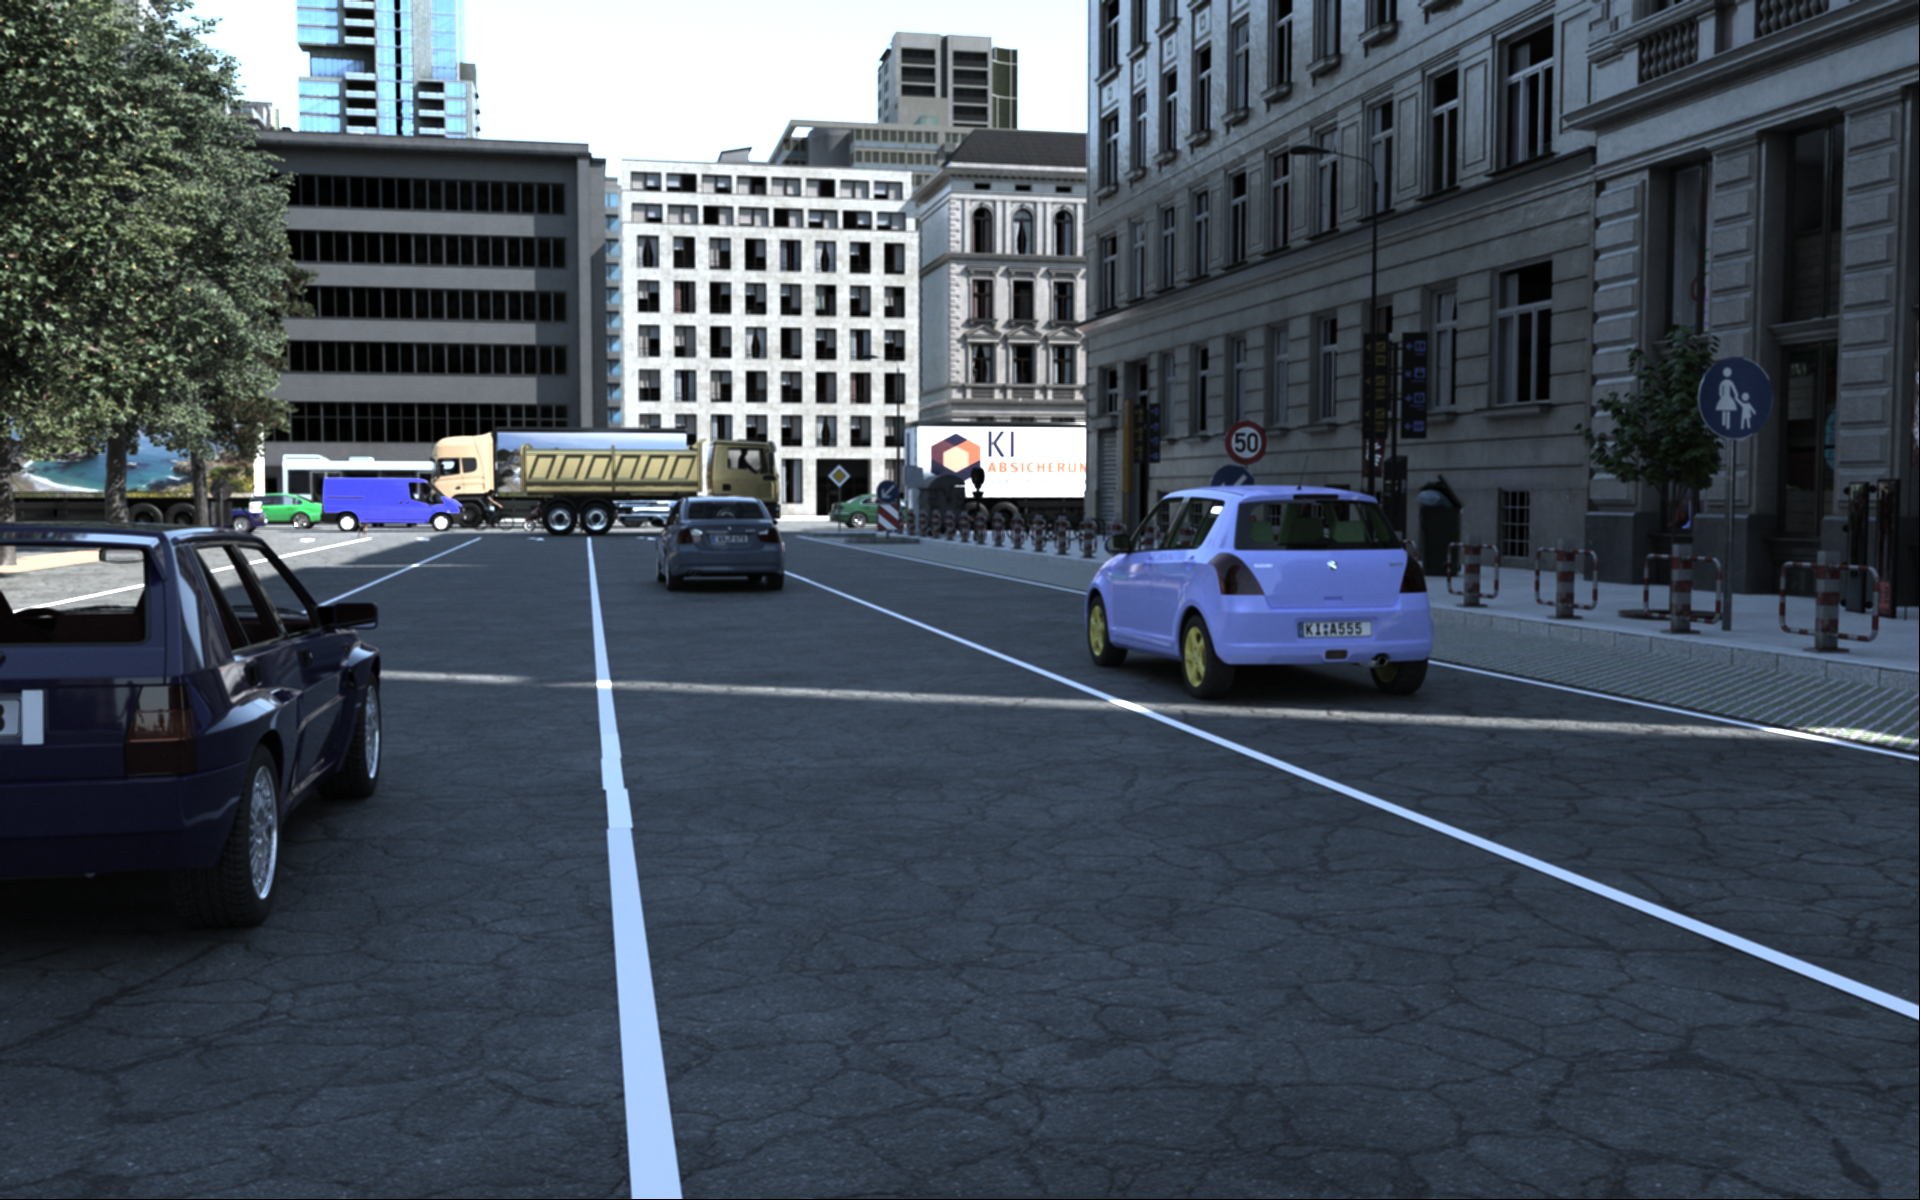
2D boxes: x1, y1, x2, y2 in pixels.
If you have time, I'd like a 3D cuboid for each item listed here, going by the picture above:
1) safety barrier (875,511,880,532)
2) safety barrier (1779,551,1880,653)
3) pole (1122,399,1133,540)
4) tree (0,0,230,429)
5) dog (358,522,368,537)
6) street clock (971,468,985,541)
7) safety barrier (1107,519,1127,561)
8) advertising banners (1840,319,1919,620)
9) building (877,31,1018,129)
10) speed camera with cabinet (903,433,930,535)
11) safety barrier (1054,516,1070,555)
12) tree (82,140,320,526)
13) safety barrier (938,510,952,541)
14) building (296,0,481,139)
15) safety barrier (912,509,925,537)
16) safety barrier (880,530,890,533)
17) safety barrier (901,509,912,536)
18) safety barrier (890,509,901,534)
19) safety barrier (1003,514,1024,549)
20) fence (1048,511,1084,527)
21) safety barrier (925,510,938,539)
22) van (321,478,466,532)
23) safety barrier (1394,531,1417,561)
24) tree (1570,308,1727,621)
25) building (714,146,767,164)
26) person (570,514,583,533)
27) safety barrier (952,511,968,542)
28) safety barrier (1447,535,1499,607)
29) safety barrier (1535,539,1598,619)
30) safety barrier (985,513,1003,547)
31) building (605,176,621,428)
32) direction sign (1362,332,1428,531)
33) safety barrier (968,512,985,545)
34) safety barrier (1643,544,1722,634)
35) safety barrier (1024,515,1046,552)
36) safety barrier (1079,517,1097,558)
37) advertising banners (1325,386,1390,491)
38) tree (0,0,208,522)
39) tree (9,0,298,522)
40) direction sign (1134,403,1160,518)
[{"bbox_3d":[-2.732,-2.742,59.106,0.300,0.817,1.120,-1,4,-12],"label":"safety barrier"},{"bbox_3d":[7.041,0.013,14.058,0.300,0.817,1.120,-1,4,-12],"label":"safety barrier"},{"bbox_3d":[3.614,-2.662,37.359,0.158,3.312,0.155,0,3,0],"label":"pole"},{"bbox_3d":[-16.633,-6.525,26.148,9.611,12.733,9.660,0,3,0],"label":"tree"},{"bbox_3d":[-19.780,-2.331,57.407,0.540,0.507,0.406,1,4,12],"label":"dog"},{"bbox_3d":[0.494,-2.628,47.540,0.358,2.002,0.471,-1,4,-23],"label":"street clock"},{"bbox_3d":[2.971,-1.134,32.817,0.300,0.817,1.120,-1,4,-12],"label":"safety barrier"},{"bbox_3d":[9.648,-1.334,18.002,0.090,3.025,2.074,0,4,6],"label":"advertising banners"},{"bbox_3d":[-1.252,-51.048,272.878,20.611,71.187,20.563,-1,4,-12],"label":"building"},{"bbox_3d":[-1.385,-3.738,55.453,0.660,3.252,2.038,-1,4,-9],"label":"speed camera with cabinet"},{"bbox_3d":[2.158,-1.364,36.577,0.300,0.817,1.120,-1,4,-12],"label":"safety barrier"},{"bbox_3d":[-22.652,-7.751,51.239,6.751,12.117,7.091,0,3,0],"label":"tree"},{"bbox_3d":[-0.280,-2.052,47.825,0.300,0.817,1.120,-1,4,-12],"label":"safety barrier"},{"bbox_3d":[-83.888,-57.645,255.169,31.000,86.520,22.319,-1,4,-12],"label":"building"},{"bbox_3d":[-1.099,-2.282,51.588,0.300,0.817,1.120,-1,4,-12],"label":"safety barrier"},{"bbox_3d":[-2.319,-2.627,57.224,0.300,0.817,1.120,-1,4,-12],"label":"safety barrier"},{"bbox_3d":[-1.509,-2.397,53.463,0.300,0.817,1.120,-1,4,-12],"label":"safety barrier"},{"bbox_3d":[-1.913,-2.512,55.344,0.300,0.817,1.120,-1,4,-12],"label":"safety barrier"},{"bbox_3d":[1.342,-1.593,40.323,0.300,0.817,1.120,-1,4,-12],"label":"safety barrier"},{"bbox_3d":[3.929,-2.732,60.050,2.069,0.683,0.278,-2,4,-27],"label":"fence"},{"bbox_3d":[-0.689,-2.167,49.706,0.300,0.817,1.120,-1,4,-12],"label":"safety barrier"},{"bbox_3d":[-21.715,-3.798,66.480,5.245,2.365,2.240,-1,4,-14],"label":"van"},{"bbox_3d":[5.414,-0.446,21.565,0.300,0.817,1.120,-1,4,-12],"label":"safety barrier"},{"bbox_3d":[7.509,-1.432,18.012,1.663,3.219,1.824,0,3,0],"label":"tree"},{"bbox_3d":[-25.548,-41.742,271.711,27.495,52.752,28.713,-1,4,-12],"label":"building"},{"bbox_3d":[-14.278,-3.402,64.481,0.624,1.780,0.694,-1,4,-19],"label":"person"},{"bbox_3d":[0.124,-1.937,45.951,0.300,0.817,1.120,-1,4,-12],"label":"safety barrier"},{"bbox_3d":[5.822,-0.331,19.684,0.300,0.817,1.120,-1,4,-12],"label":"safety barrier"},{"bbox_3d":[6.225,-0.216,17.804,0.300,0.817,1.120,-1,4,-12],"label":"safety barrier"},{"bbox_3d":[0.934,-1.708,42.199,0.300,0.817,1.120,-1,4,-12],"label":"safety barrier"},{"bbox_3d":[-53.348,-39.370,263.312,30.456,49.044,23.786,-1,4,-12],"label":"building"},{"bbox_3d":[6.113,-1.982,24.405,0.876,3.537,0.379,1,4,14],"label":"direction sign"},{"bbox_3d":[0.530,-1.823,44.073,0.300,0.817,1.120,-1,4,-12],"label":"safety barrier"},{"bbox_3d":[6.635,-0.101,15.931,0.300,0.817,1.120,-1,4,-12],"label":"safety barrier"},{"bbox_3d":[1.752,-1.479,38.450,0.300,0.817,1.120,-1,4,-12],"label":"safety barrier"},{"bbox_3d":[2.563,-1.249,34.699,0.300,0.817,1.120,-1,4,-12],"label":"safety barrier"},{"bbox_3d":[6.250,-1.995,28.800,0.090,3.025,2.074,-3,5,-42],"label":"advertising banners"},{"bbox_3d":[-19.171,-6.963,34.436,7.486,12.596,7.792,0,3,0],"label":"tree"},{"bbox_3d":[-21.110,-8.185,42.932,9.857,13.997,8.962,0,3,0],"label":"tree"},{"bbox_3d":[4.693,-3.152,43.539,0.379,3.537,0.876,-3,5,-40],"label":"direction sign"}]
